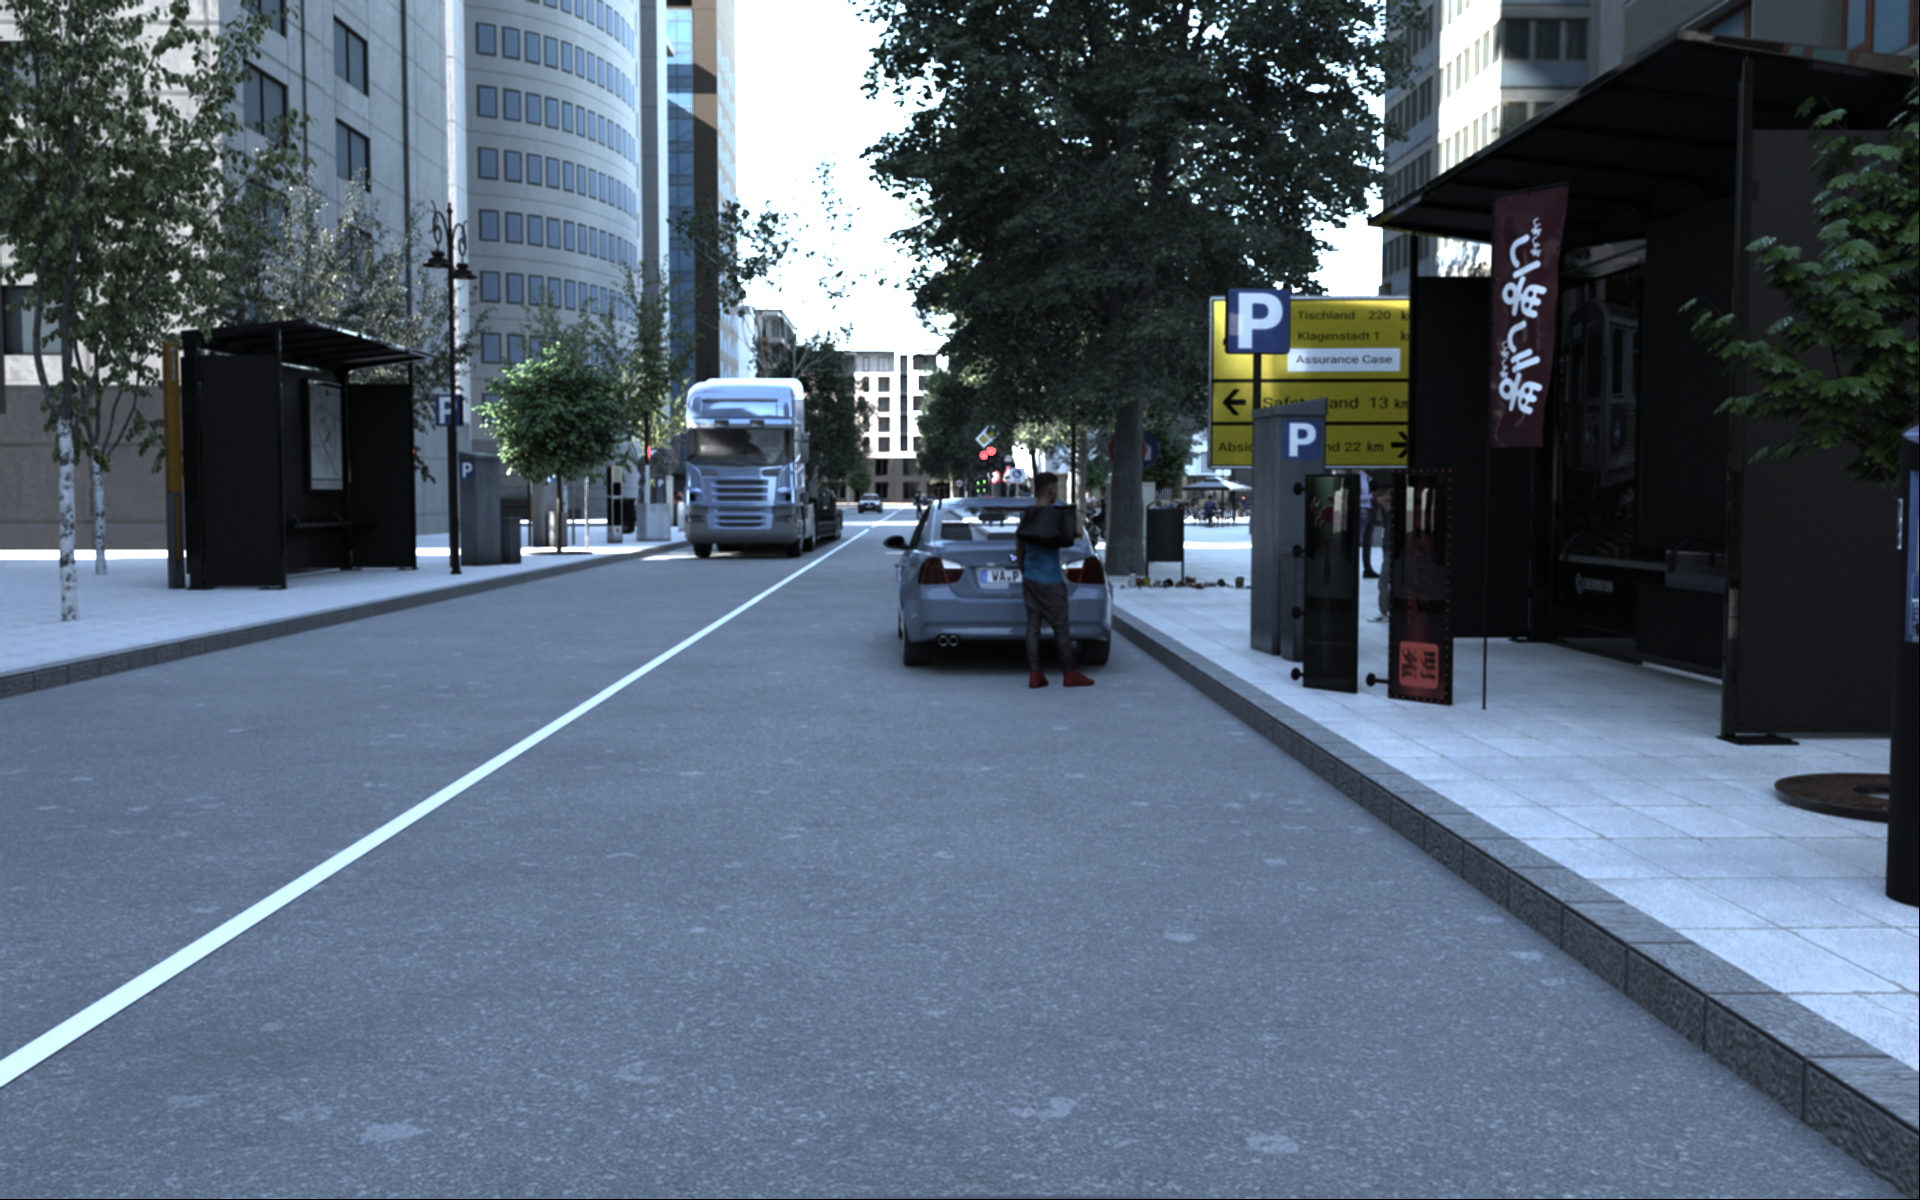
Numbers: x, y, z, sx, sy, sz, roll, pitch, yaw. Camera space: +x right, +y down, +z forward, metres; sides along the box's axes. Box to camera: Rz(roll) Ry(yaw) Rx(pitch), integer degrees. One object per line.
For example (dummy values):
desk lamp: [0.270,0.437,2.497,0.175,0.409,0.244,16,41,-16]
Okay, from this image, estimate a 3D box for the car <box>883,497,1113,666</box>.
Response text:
car: [0.315,-0.230,15.767,2.014,1.417,4.499,0,4,-3]

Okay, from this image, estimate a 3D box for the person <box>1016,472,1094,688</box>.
person: [0.699,-0.148,12.790,0.647,1.594,0.662,3,4,37]

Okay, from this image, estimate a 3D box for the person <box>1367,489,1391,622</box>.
person: [4.321,-0.460,17.466,0.340,1.345,0.435,2,4,24]

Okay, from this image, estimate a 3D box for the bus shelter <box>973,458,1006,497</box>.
bus shelter: [1.817,-6.524,100.588,2.014,3.302,5.546,0,4,-1]

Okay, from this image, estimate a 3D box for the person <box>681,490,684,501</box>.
person: [-17.321,-6.145,108.726,0.499,1.552,0.429,1,4,12]

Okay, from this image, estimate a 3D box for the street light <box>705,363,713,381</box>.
street light: [-8.879,-5.419,61.396,0.468,5.910,1.993,0,4,-1]

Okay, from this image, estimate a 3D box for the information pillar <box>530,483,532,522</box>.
information pillar: [-11.029,-3.308,45.433,0.504,3.616,0.183,0,4,-2]

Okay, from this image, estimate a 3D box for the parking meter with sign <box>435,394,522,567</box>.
parking meter with sign: [-8.624,-2.137,31.194,0.543,3.016,1.738,2,4,24]

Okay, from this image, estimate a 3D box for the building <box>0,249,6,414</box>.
building: [-23.730,-22.768,22.376,14.600,45.320,14.200,0,4,-1]

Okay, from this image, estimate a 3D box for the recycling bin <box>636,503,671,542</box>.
recycling bin: [-8.362,-2.122,47.250,0.722,1.027,0.722,-2,4,-35]

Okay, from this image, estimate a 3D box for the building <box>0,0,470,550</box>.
building: [-26.974,-37.252,47.317,20.611,71.187,20.563,0,4,-1]

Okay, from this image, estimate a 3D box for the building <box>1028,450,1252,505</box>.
building: [21.335,-21.314,192.464,27.936,21.610,32.646,0,4,-1]

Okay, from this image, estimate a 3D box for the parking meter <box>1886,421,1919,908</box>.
parking meter: [3.132,0.183,5.420,0.372,1.533,0.369,0,3,0]

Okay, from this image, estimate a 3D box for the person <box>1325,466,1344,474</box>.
person: [7.628,-1.862,36.358,0.599,1.838,0.709,0,4,-6]

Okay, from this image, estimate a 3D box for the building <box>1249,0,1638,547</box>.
building: [25.545,-21.777,47.928,32.217,40.220,23.993,0,4,-1]

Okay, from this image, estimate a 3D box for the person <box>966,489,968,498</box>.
person: [0.772,-10.899,184.248,1.348,1.823,0.705,0,4,1]

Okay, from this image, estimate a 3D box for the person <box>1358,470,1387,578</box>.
person: [6.196,-1.233,26.073,0.599,1.838,0.709,3,5,44]

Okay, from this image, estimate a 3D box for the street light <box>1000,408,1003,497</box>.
street light: [1.643,-5.810,67.775,0.468,5.910,1.993,0,4,-1]

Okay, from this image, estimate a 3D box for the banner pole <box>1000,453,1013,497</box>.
banner pole: [2.403,-6.244,92.109,0.863,3.779,0.401,0,4,-2]

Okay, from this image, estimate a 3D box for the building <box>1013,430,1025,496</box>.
building: [14.650,-21.892,214.352,16.016,20.091,11.380,0,4,-1]

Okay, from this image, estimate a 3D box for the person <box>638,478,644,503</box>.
person: [-10.720,-3.201,58.510,0.434,1.807,0.598,3,4,36]

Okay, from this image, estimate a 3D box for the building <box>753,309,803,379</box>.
building: [-36.156,-22.063,204.697,32.646,21.610,27.936,0,4,-1]

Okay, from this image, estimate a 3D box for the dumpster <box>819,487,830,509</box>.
dumpster: [-11.720,-8.668,147.477,1.264,1.857,1.865,0,4,-1]

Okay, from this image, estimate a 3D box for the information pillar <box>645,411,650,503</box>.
information pillar: [-8.852,-3.531,49.093,0.183,3.616,0.504,0,4,-5]

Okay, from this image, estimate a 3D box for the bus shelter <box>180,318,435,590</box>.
bus shelter: [-9.666,-2.140,26.273,1.731,3.624,6.357,0,4,-1]

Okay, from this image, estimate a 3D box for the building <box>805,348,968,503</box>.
building: [-11.572,-25.238,256.613,32.646,21.610,27.936,0,4,-1]

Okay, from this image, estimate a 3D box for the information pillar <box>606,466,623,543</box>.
information pillar: [-9.052,-2.500,45.367,0.304,2.012,0.304,-3,5,-40]

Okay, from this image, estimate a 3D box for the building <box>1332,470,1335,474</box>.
building: [39.303,-21.775,212.446,11.380,20.091,16.016,0,4,-1]

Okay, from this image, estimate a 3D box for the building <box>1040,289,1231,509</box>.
building: [15.902,-18.453,158.124,16.016,20.091,11.380,0,4,-1]

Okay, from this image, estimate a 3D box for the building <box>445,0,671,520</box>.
building: [-28.813,-33.865,95.691,21.231,58.520,28.212,0,4,-1]

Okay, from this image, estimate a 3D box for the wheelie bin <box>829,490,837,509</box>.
wheelie bin: [-11.221,-8.766,151.230,0.693,1.594,0.980,2,4,29]

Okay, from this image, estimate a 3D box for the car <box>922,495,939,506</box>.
car: [-3.490,-11.671,203.399,1.945,1.354,3.894,0,4,-1]

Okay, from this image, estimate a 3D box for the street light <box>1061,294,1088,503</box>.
street light: [2.239,-3.752,34.133,0.468,5.910,1.993,0,4,-1]

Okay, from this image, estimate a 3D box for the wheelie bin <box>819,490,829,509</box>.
wheelie bin: [-11.585,-8.278,143.260,0.980,1.594,0.693,-1,4,-22]

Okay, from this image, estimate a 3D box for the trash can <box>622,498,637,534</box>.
trash can: [-10.905,-2.739,56.439,0.748,1.137,0.748,0,3,0]

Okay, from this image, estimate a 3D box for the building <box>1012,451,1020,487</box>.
building: [20.589,-23.599,252.308,31.486,18.905,16.747,0,4,-1]

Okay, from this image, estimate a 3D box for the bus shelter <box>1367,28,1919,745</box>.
bus shelter: [4.412,-1.262,11.914,1.731,3.624,6.357,0,4,-1]

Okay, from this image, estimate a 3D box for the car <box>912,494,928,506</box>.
car: [-4.880,-12.480,215.853,2.131,1.459,4.920,0,4,-1]

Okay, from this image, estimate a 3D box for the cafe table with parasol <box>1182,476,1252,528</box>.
cafe table with parasol: [9.834,-3.801,67.019,2.610,1.966,2.610,0,4,-5]

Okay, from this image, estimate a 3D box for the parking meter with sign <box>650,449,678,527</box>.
parking meter with sign: [-11.580,-4.396,68.141,0.543,3.016,1.738,1,4,19]

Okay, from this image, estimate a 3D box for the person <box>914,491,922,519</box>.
person: [-2.338,-5.524,100.683,0.662,1.594,0.647,-1,4,-22]

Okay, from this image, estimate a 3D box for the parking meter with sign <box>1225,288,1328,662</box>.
parking meter with sign: [2.633,-1.084,13.989,0.543,3.016,1.738,0,4,-7]

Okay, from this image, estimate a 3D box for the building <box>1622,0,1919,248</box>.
building: [23.763,-10.145,10.917,27.650,21.520,28.899,0,4,-1]

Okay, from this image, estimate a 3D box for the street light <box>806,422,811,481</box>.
street light: [-9.756,-8.445,110.869,0.468,5.910,1.993,0,4,-1]

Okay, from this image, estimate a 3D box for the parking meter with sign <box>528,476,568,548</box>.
parking meter with sign: [-10.083,-2.800,42.038,0.543,3.016,1.738,-3,5,-40]

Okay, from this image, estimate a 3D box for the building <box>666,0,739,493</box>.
building: [-25.919,-30.091,142.100,14.600,45.320,14.200,0,4,-1]

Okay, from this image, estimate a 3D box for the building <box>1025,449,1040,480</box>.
building: [14.985,-19.171,169.870,16.016,20.091,11.380,0,4,-1]

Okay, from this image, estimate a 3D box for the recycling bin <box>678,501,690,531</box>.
recycling bin: [-9.258,-2.895,59.888,0.722,1.027,0.722,3,5,41]

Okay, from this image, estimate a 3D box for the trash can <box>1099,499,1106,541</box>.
trash can: [4.187,-2.201,47.638,0.748,1.137,0.748,0,3,0]

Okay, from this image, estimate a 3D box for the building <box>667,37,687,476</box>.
building: [-34.179,-26.369,123.013,32.217,40.220,23.993,0,4,-1]

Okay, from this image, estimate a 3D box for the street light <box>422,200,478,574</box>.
street light: [-8.091,-3.354,27.632,0.468,5.910,1.993,0,4,-1]

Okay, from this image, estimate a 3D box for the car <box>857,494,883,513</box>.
car: [-6.795,-7.435,131.347,2.009,1.686,4.222,0,4,0]

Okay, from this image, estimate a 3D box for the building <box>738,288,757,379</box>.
building: [-26.370,-18.382,156.972,16.016,20.091,11.380,0,4,-1]

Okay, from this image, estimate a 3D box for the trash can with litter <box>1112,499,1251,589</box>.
trash can with litter: [3.191,-0.782,23.849,2.233,1.210,1.678,1,4,17]

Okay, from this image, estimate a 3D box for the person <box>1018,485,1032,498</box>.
person: [1.972,-2.772,53.579,0.499,1.552,0.429,1,4,12]
